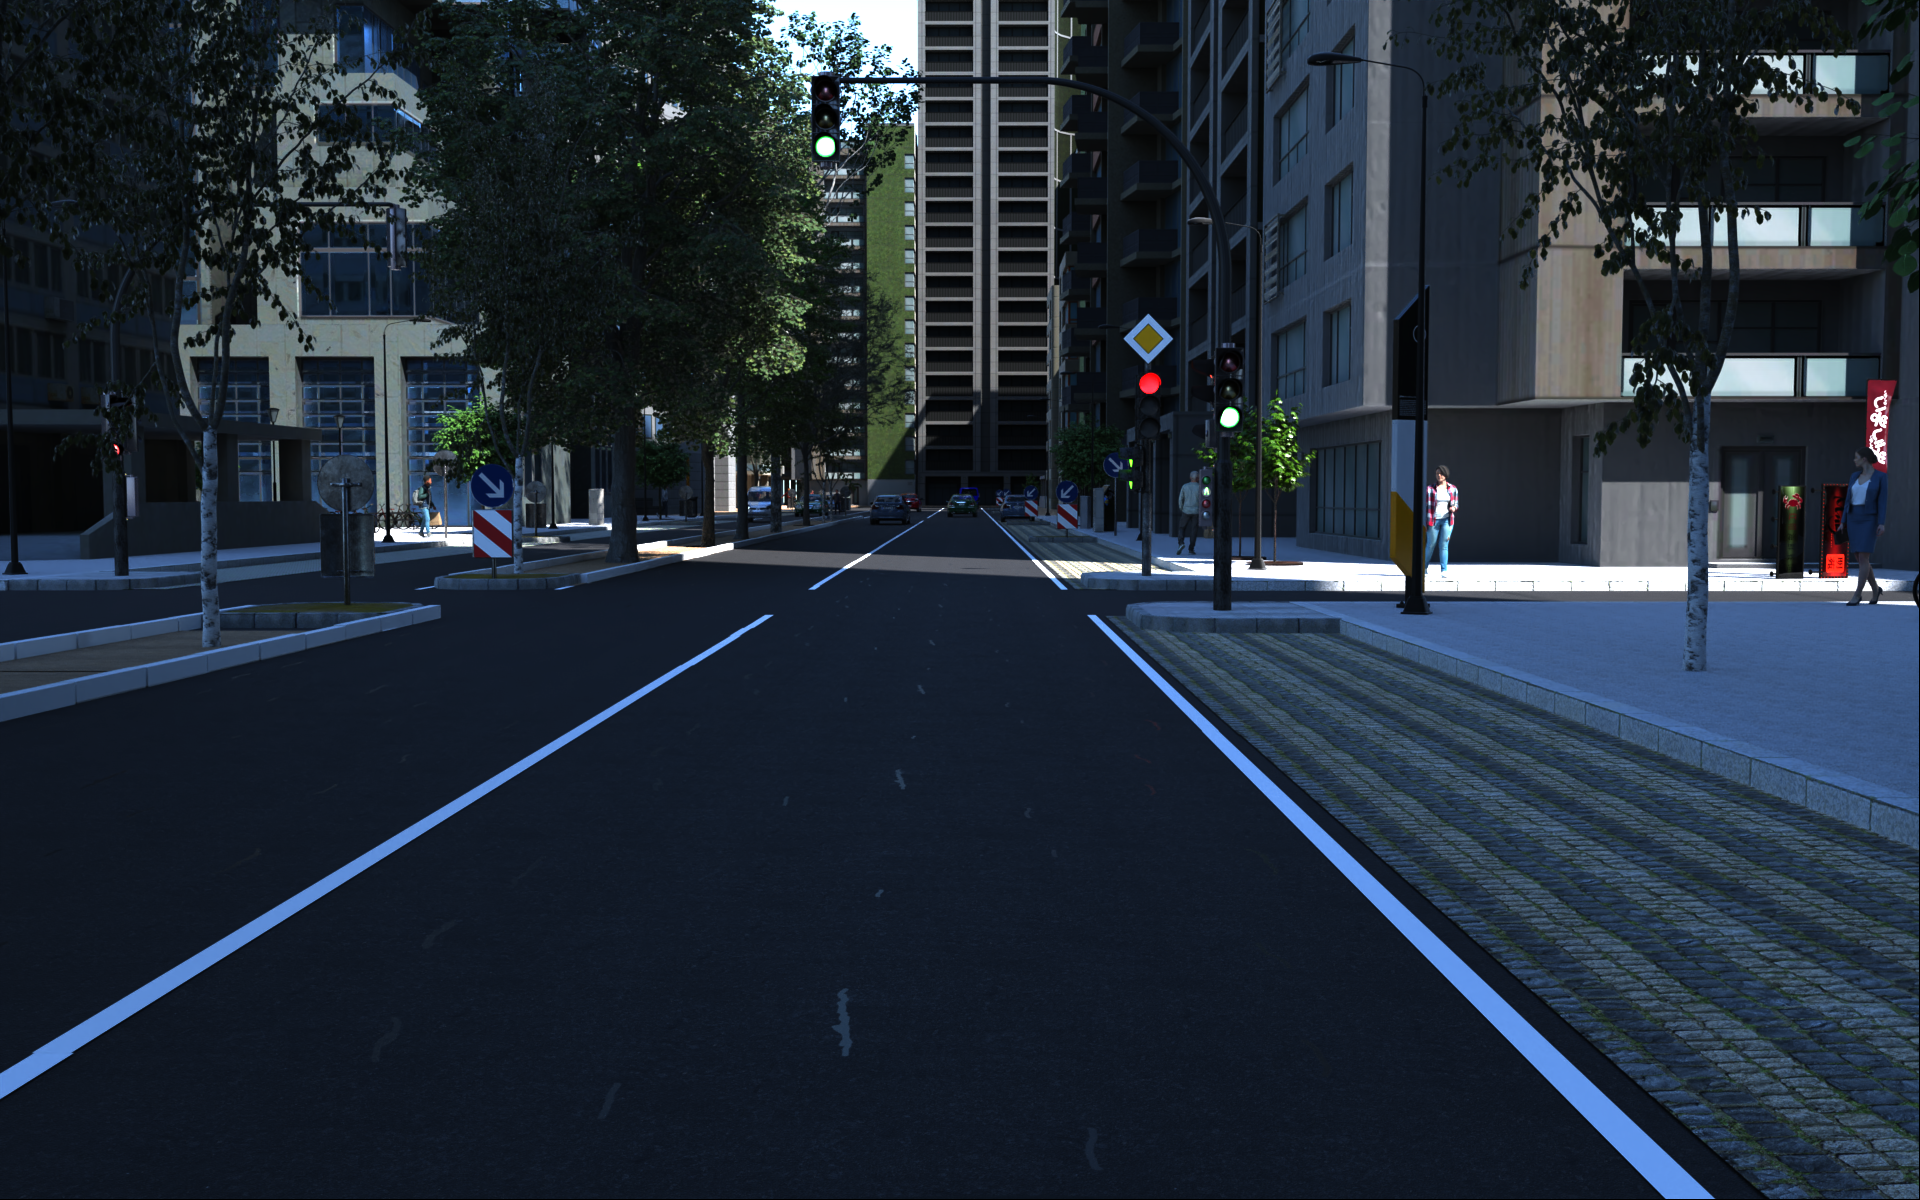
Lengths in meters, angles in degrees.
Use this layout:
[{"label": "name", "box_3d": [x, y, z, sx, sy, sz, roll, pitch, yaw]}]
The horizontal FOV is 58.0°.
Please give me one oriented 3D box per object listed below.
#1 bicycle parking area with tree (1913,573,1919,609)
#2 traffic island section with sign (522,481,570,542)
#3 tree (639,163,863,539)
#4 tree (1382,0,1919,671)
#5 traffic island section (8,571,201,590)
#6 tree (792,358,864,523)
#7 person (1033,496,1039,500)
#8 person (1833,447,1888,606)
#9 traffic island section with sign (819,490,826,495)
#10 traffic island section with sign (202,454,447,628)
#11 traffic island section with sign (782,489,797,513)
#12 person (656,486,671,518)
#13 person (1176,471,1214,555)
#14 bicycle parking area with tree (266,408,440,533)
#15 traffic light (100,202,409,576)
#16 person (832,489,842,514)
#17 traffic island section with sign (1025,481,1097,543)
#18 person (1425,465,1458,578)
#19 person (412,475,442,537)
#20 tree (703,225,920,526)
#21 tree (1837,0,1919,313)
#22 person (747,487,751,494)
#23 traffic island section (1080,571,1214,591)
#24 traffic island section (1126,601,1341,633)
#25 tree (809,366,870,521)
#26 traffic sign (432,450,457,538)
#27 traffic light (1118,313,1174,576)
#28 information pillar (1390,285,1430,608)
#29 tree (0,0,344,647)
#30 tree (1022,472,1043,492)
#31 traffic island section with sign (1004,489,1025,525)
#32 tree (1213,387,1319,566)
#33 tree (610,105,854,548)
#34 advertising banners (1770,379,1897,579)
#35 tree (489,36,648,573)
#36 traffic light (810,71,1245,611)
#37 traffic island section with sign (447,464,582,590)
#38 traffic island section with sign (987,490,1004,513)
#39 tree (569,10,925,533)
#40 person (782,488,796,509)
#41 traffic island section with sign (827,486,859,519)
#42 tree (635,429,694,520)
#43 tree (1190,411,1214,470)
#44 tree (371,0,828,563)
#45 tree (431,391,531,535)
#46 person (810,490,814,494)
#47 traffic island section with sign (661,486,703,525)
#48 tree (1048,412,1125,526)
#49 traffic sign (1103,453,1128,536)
[{"label": "bicycle parking area with tree", "box_3d": [12.566, -1.602, 13.196, 9.016, 4.147, 8.231, 2, 4, 27]}, {"label": "traffic island section with sign", "box_3d": [-12.773, -2.642, 51.830, 1.989, 1.847, 2.006, 0, 4, 0]}, {"label": "tree", "box_3d": [-6.970, -8.198, 54.627, 7.486, 12.596, 7.792, 0, 3, 0]}, {"label": "tree", "box_3d": [5.114, -3.795, 12.403, 4.360, 8.622, 3.978, 0, 3, 0]}, {"label": "traffic island section", "box_3d": [-13.196, -0.303, 27.228, 2.009, 0.180, 2.903, 0, 4, 0]}, {"label": "tree", "box_3d": [-6.784, -8.141, 85.921, 4.360, 8.622, 3.978, 0, 3, 0]}, {"label": "person", "box_3d": [5.535, -7.626, 130.712, 0.705, 1.826, 1.348, 2, 4, 35]}, {"label": "person", "box_3d": [10.469, -0.850, 19.968, 0.654, 1.822, 0.581, -1, 4, -13]}, {"label": "traffic island section with sign", "box_3d": [-12.365, -9.010, 155.945, 1.989, 1.847, 2.006, 0, 4, 0]}, {"label": "traffic island section with sign", "box_3d": [-7.110, -0.692, 19.453, 2.006, 1.907, 1.989, 0, 4, 0]}, {"label": "traffic island section with sign", "box_3d": [-12.468, -7.362, 128.990, 1.989, 1.847, 2.006, 0, 4, 0]}, {"label": "person", "box_3d": [-15.946, -5.334, 93.101, 0.795, 1.843, 0.661, 0, 4, -7]}, {"label": "person", "box_3d": [4.982, -1.836, 36.547, 0.782, 1.767, 0.515, 1, 4, 15]}, {"label": "bicycle parking area with tree", "box_3d": [-22.556, -4.486, 60.354, 9.016, 4.147, 8.231, 1, 4, 17]}, {"label": "traffic light", "box_3d": [-11.063, -3.208, 27.120, 4.771, 5.953, 1.251, 0, 4, 0]}, {"label": "person", "box_3d": [-8.672, -6.887, 121.627, 0.617, 1.759, 0.750, 1, 4, 15]}, {"label": "traffic island section with sign", "box_3d": [3.051, -2.638, 51.759, 1.989, 1.847, 2.006, 0, 4, 0]}, {"label": "person", "box_3d": [7.397, -1.213, 26.717, 0.563, 1.720, 0.643, 0, 4, 4]}, {"label": "person", "box_3d": [-15.614, -2.737, 50.776, 0.713, 1.824, 0.794, 1, 4, 21]}, {"label": "tree", "box_3d": [-6.853, -10.048, 77.114, 12.009, 13.543, 11.850, 0, 3, 0]}, {"label": "tree", "box_3d": [5.196, -1.376, 6.216, 4.285, 4.588, 4.351, 0, 3, 0]}, {"label": "person", "box_3d": [-16.255, -7.913, 135.292, 0.709, 1.838, 0.599, 1, 4, 16]}, {"label": "traffic island section", "box_3d": [2.946, -0.298, 27.161, 2.009, 0.180, 2.903, 0, 4, 0]}, {"label": "traffic island section", "box_3d": [2.914, 0.190, 19.176, 2.009, 0.180, 2.903, 0, 4, 0]}, {"label": "tree", "box_3d": [-6.726, -8.426, 90.587, 4.737, 8.622, 4.395, 0, 3, 0]}, {"label": "traffic sign", "box_3d": [-14.859, -3.052, 50.000, 0.768, 2.556, 0.104, 0, 4, 2]}, {"label": "traffic light", "box_3d": [2.906, -2.332, 27.047, 0.839, 4.253, 0.868, 0, 4, 0]}, {"label": "information pillar", "box_3d": [5.047, -1.716, 19.409, 0.504, 3.616, 0.183, -2, 4, -31]}, {"label": "tree", "box_3d": [-6.999, -3.873, 16.139, 4.360, 8.622, 3.978, 0, 3, 0]}, {"label": "tree", "box_3d": [5.636, -8.871, 139.641, 1.663, 3.219, 1.824, 0, 3, 0]}, {"label": "traffic island section with sign", "box_3d": [3.153, -4.371, 80.097, 1.989, 1.847, 2.006, 0, 4, 0]}, {"label": "tree", "box_3d": [5.823, -2.250, 31.394, 1.663, 3.219, 1.824, 0, 3, 0]}, {"label": "tree", "box_3d": [-6.625, -7.196, 45.864, 9.928, 11.665, 9.643, 0, 3, 0]}, {"label": "advertising banners", "box_3d": [13.252, -1.838, 26.244, 2.074, 3.025, 0.090, -1, 4, -12]}, {"label": "tree", "box_3d": [-7.168, -4.601, 28.048, 4.360, 8.622, 3.978, 0, 3, 0]}, {"label": "traffic light", "box_3d": [0.782, -2.707, 18.929, 4.771, 5.953, 1.251, 0, 4, 0]}, {"label": "traffic island section with sign", "box_3d": [-7.071, -1.145, 26.860, 2.006, 1.907, 1.989, 0, 4, 0]}, {"label": "traffic island section with sign", "box_3d": [3.457, -9.050, 156.602, 1.989, 1.847, 2.006, 0, 4, 0]}, {"label": "tree", "box_3d": [-8.035, -12.611, 64.529, 12.611, 20.169, 13.585, 0, 3, 0]}, {"label": "person", "box_3d": [-14.850, -8.832, 150.414, 1.348, 1.831, 0.705, 1, 4, 8]}, {"label": "traffic island section with sign", "box_3d": [-6.787, -5.741, 101.998, 2.006, 1.907, 1.989, 0, 4, 0]}, {"label": "tree", "box_3d": [-15.089, -6.314, 86.946, 4.285, 4.588, 4.351, 0, 3, 0]}, {"label": "tree", "box_3d": [5.598, -2.398, 33.808, 1.663, 3.219, 1.824, 0, 3, 0]}, {"label": "tree", "box_3d": [-7.051, -7.750, 35.821, 9.857, 13.997, 8.962, 0, 3, 0]}, {"label": "tree", "box_3d": [-15.163, -4.381, 55.343, 4.285, 4.588, 4.351, 0, 3, 0]}, {"label": "person", "box_3d": [-14.311, -9.810, 167.898, 0.415, 1.643, 0.593, 0, 4, -5]}, {"label": "traffic island section with sign", "box_3d": [-12.657, -4.359, 79.898, 1.989, 1.847, 2.006, 0, 4, 0]}, {"label": "tree", "box_3d": [5.113, -5.233, 69.268, 4.285, 4.588, 4.351, 0, 3, 0]}, {"label": "traffic sign", "box_3d": [4.783, -3.247, 53.190, 0.768, 2.556, 0.104, 0, 4, 6]}]
